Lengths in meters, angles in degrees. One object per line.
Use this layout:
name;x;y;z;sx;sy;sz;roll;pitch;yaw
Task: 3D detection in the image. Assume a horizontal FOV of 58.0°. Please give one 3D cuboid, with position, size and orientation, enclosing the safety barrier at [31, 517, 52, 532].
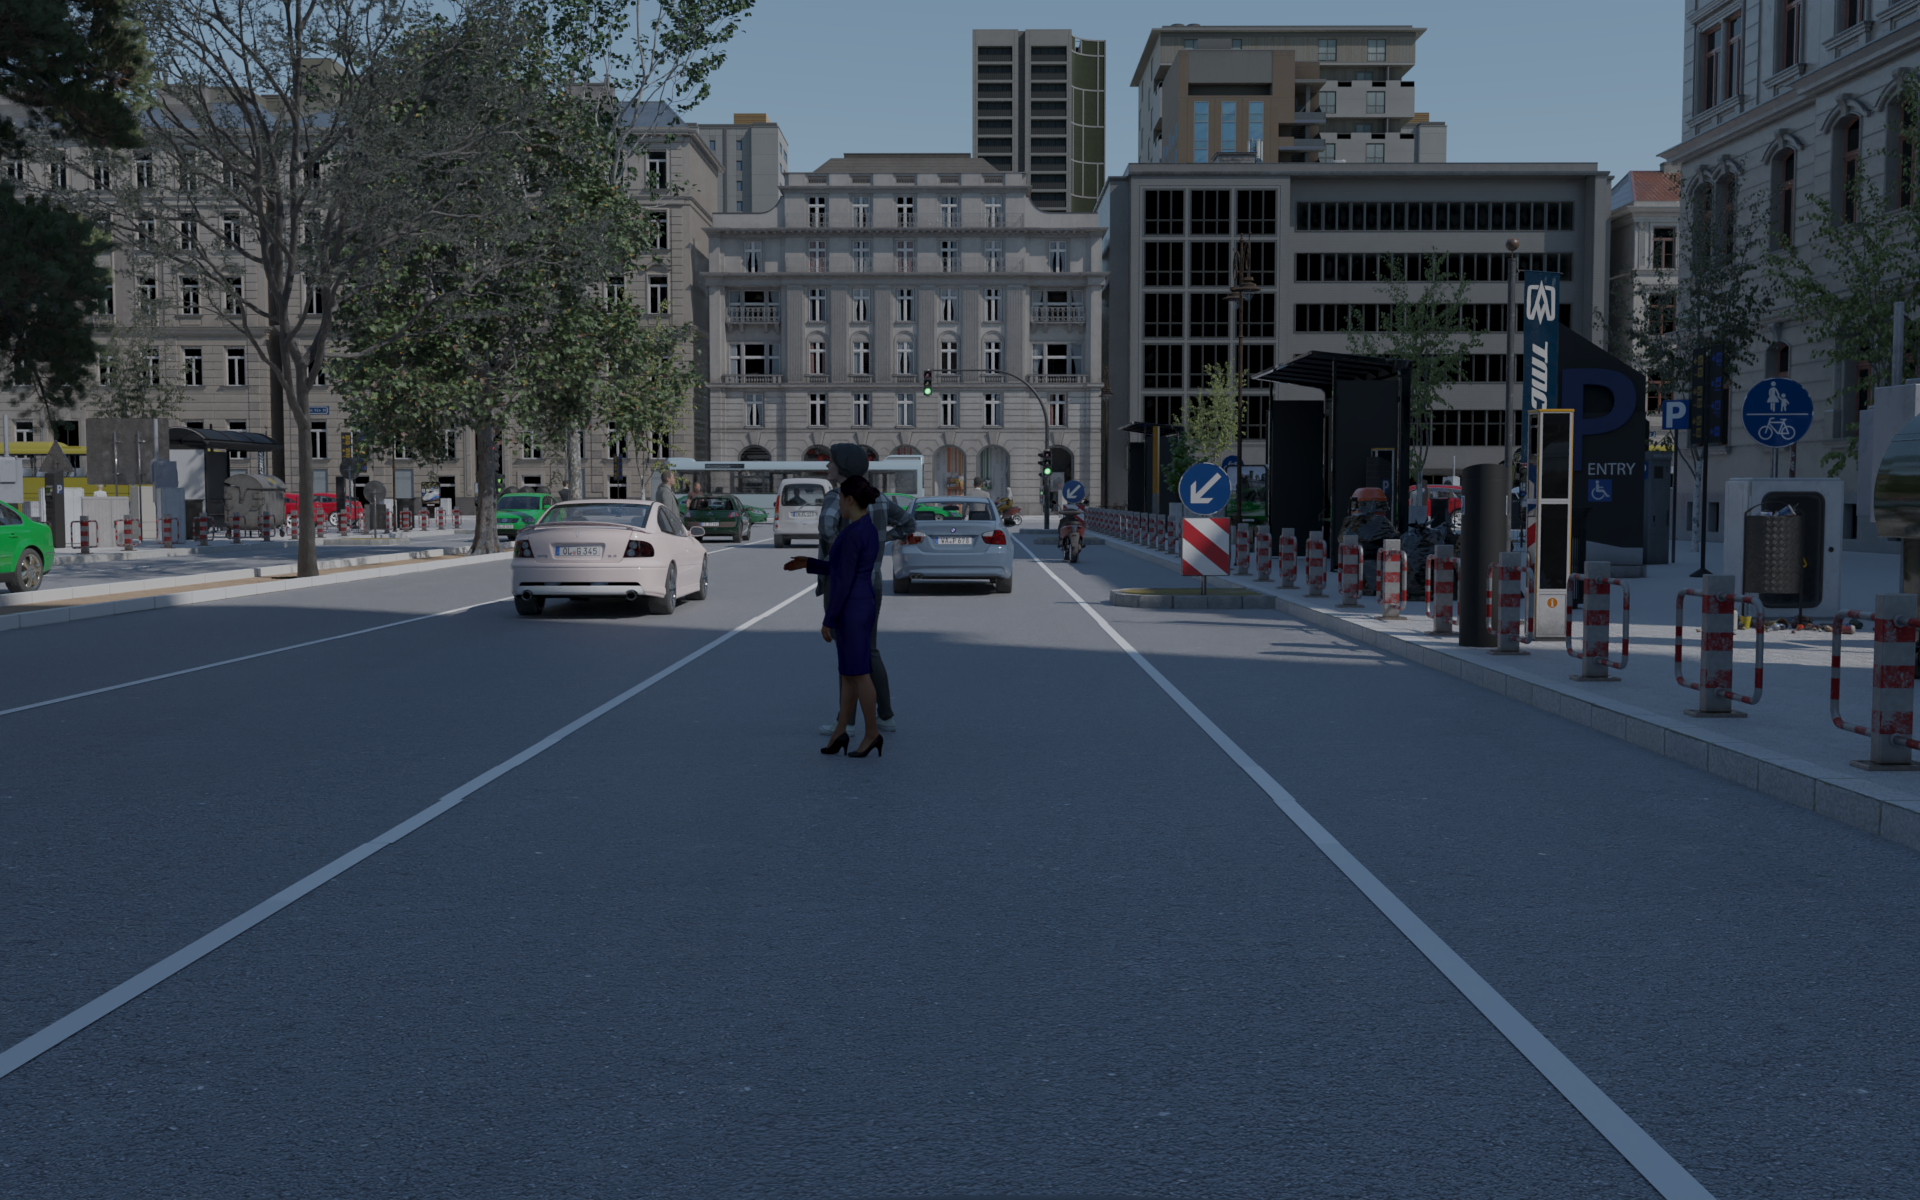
safety barrier;-18.735;-1.276;35.138;0.300;0.817;1.120;0;4;0

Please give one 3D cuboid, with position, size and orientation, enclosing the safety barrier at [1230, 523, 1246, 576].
safety barrier;4.461;-0.797;27.305;0.300;0.817;1.120;0;4;0

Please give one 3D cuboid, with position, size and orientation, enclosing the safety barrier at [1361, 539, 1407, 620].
safety barrier;4.405;-0.209;17.690;0.300;0.817;1.120;0;4;0

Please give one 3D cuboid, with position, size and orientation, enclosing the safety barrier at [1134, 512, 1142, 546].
safety barrier;4.549;-1.739;42.712;0.300;0.817;1.120;0;4;0

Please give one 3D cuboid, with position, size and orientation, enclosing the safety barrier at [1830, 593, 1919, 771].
safety barrier;4.353;0.379;8.076;0.300;0.817;1.120;0;4;0

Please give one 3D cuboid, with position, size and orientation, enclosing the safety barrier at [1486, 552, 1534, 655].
safety barrier;4.390;0.027;13.841;0.300;0.817;1.120;0;4;0

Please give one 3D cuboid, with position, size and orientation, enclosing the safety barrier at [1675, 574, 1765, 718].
safety barrier;4.368;0.262;9.993;0.300;0.817;1.120;0;4;0

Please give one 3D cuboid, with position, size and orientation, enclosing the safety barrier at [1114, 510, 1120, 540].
safety barrier;4.581;-2.091;48.463;0.300;0.817;1.120;0;4;0

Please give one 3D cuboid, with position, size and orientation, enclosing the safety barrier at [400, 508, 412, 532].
safety barrier;-18.614;-2.686;58.186;0.300;0.817;1.120;0;4;0

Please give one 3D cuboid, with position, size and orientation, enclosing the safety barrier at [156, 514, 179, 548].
safety barrier;-18.702;-1.628;40.888;0.300;0.817;1.120;0;4;0

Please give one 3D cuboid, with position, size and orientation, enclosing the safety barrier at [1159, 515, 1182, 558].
safety barrier;4.511;-1.385;36.928;0.300;0.817;1.120;0;4;0

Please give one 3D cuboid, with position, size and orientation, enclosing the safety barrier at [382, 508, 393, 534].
safety barrier;-18.619;-2.568;56.270;0.300;0.817;1.120;0;4;0

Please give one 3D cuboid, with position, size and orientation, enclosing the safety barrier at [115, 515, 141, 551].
safety barrier;-18.716;-1.510;38.971;0.300;0.817;1.120;0;4;0

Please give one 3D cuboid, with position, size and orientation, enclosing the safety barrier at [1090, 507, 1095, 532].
safety barrier;4.633;-2.679;58.077;0.300;0.817;1.120;0;4;0

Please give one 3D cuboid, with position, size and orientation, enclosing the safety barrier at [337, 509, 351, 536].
safety barrier;-18.643;-2.332;52.410;0.300;0.817;1.120;0;4;0

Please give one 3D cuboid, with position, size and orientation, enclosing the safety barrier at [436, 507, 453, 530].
safety barrier;-18.590;-2.921;62.033;0.300;0.817;1.120;0;4;0

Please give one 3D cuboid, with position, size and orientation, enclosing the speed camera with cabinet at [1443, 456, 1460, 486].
speed camera with cabinet;25.082;-5.876;90.406;0.660;3.252;2.038;-2;4;-35

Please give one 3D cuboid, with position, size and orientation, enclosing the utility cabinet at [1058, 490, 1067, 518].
utility cabinet;5.548;-5.175;93.297;0.318;1.500;1.173;0;4;-6

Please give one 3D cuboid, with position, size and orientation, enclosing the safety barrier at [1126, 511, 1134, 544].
safety barrier;4.555;-1.857;44.629;0.300;0.817;1.120;0;4;0

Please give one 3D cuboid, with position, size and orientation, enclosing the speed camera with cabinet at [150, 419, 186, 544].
speed camera with cabinet;-20.611;-3.103;45.077;0.660;3.252;2.038;-2;4;-31

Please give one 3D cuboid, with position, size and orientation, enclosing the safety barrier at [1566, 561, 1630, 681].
safety barrier;4.375;0.145;11.910;0.300;0.817;1.120;0;4;0

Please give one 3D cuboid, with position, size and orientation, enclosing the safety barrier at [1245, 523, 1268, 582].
safety barrier;4.453;-0.680;25.387;0.300;0.817;1.120;0;4;0

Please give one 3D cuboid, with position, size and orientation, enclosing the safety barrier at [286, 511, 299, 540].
safety barrier;-18.664;-2.097;48.564;0.300;0.817;1.120;0;4;0

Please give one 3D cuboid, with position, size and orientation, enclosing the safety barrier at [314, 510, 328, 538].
safety barrier;-18.653;-2.215;50.493;0.300;0.817;1.120;0;4;0

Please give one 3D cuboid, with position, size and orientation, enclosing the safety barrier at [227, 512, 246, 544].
safety barrier;-18.684;-1.863;44.730;0.300;0.817;1.120;0;4;0

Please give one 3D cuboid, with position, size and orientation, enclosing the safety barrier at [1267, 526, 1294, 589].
safety barrier;4.442;-0.562;23.461;0.300;0.817;1.120;0;4;0

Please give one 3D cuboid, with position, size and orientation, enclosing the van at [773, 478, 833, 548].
van;-4.142;-2.465;47.311;2.013;2.044;4.112;0;4;-1

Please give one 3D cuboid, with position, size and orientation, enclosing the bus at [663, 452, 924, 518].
bus;-8.365;-5.371;82.683;13.247;3.499;2.948;0;4;1

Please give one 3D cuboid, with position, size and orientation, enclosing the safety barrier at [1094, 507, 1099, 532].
safety barrier;4.624;-2.561;56.145;0.300;0.817;1.120;0;4;0

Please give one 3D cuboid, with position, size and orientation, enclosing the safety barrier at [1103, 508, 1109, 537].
safety barrier;4.600;-2.325;52.296;0.300;0.817;1.120;0;4;0

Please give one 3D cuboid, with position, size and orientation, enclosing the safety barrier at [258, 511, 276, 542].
safety barrier;-18.672;-1.980;46.646;0.300;0.817;1.120;0;4;0

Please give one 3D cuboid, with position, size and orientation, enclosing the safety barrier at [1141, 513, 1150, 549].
safety barrier;4.539;-1.622;40.787;0.300;0.817;1.120;0;4;0

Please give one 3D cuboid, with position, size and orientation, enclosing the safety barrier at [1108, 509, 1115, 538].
safety barrier;4.586;-2.208;50.380;0.300;0.817;1.120;0;4;0

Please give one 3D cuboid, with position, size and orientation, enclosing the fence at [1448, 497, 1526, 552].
fence;11.353;-1.519;36.031;2.264;1.192;0.480;2;4;27

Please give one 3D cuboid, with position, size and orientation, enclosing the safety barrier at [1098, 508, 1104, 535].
safety barrier;4.608;-2.444;54.228;0.300;0.817;1.120;0;4;0

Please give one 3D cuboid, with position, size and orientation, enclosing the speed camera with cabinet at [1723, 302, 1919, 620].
speed camera with cabinet;8.975;-1.431;17.729;2.038;3.252;0.660;0;3;0

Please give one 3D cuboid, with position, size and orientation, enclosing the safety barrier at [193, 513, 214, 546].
safety barrier;-18.695;-1.745;42.813;0.300;0.817;1.120;0;4;0

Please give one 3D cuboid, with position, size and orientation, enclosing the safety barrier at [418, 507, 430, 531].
safety barrier;-18.603;-2.804;60.117;0.300;0.817;1.120;0;4;0

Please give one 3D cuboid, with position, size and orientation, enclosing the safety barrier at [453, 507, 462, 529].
safety barrier;-18.580;-3.038;63.950;0.300;0.817;1.120;0;4;0

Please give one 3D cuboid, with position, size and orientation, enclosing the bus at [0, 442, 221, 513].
bus;-41.480;-5.545;82.200;12.252;3.916;2.896;0;4;-1

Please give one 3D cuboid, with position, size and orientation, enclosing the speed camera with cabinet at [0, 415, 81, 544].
speed camera with cabinet;-23.370;-3.030;43.875;2.038;3.252;0.660;-2;4;-34

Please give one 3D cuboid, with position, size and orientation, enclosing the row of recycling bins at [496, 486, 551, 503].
row of recycling bins;-22.560;-5.002;88.902;3.534;1.692;1.069;1;4;19

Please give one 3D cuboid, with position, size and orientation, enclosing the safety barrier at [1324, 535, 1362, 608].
safety barrier;4.419;-0.327;19.614;0.300;0.817;1.120;0;4;0

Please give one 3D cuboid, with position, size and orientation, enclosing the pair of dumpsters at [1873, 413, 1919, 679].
pair of dumpsters;7.153;-0.455;9.941;1.574;2.255;4.437;0;4;0

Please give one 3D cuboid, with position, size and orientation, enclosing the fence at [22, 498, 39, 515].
fence;-31.007;-2.789;56.804;2.264;1.192;0.480;1;4;14

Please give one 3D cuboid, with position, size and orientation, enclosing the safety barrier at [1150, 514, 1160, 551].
safety barrier;4.525;-1.504;38.871;0.300;0.817;1.120;0;4;0

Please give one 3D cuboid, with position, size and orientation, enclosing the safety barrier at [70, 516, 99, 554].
safety barrier;-18.727;-1.393;37.054;0.300;0.817;1.120;0;4;0

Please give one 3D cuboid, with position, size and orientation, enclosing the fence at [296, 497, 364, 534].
fence;-20.307;-2.719;55.657;0.480;1.192;2.264;3;5;42

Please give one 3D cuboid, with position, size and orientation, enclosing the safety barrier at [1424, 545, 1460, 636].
safety barrier;4.399;-0.091;15.757;0.300;0.817;1.120;0;4;0

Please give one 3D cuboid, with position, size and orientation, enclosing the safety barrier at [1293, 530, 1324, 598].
safety barrier;4.425;-0.444;21.530;0.300;0.817;1.120;0;4;0

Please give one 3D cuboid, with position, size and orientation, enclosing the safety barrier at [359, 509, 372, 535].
safety barrier;-18.630;-2.450;54.338;0.300;0.817;1.120;0;4;0

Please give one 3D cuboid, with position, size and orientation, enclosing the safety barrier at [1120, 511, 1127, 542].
safety barrier;4.570;-1.974;46.546;0.300;0.817;1.120;0;4;0

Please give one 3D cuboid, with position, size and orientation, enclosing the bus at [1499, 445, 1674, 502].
bus;30.306;-5.207;76.675;12.252;3.916;2.896;0;3;0

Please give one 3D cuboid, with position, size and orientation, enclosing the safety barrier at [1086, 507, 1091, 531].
safety barrier;4.640;-2.797;60.005;0.300;0.817;1.120;0;4;0
